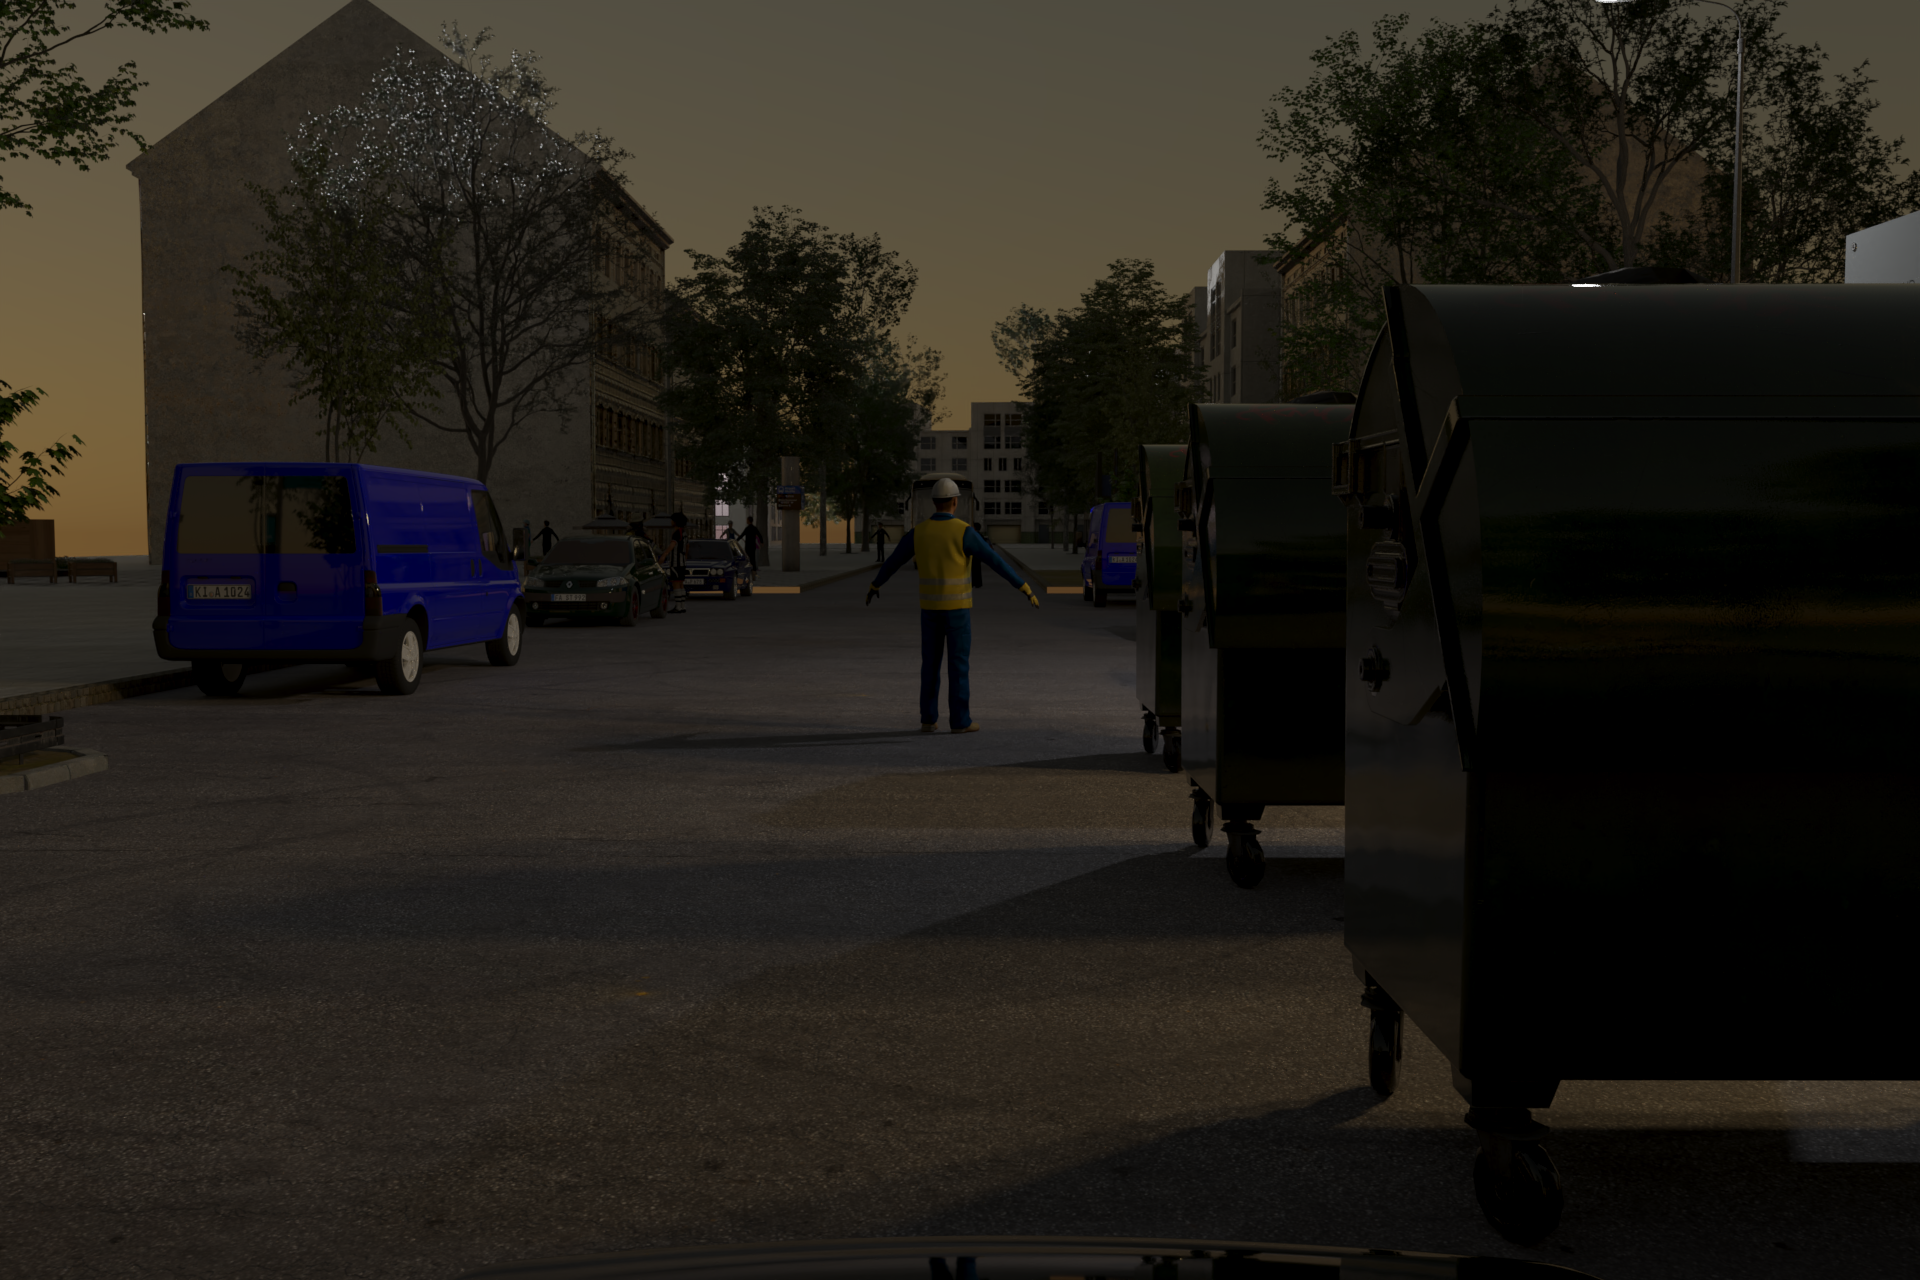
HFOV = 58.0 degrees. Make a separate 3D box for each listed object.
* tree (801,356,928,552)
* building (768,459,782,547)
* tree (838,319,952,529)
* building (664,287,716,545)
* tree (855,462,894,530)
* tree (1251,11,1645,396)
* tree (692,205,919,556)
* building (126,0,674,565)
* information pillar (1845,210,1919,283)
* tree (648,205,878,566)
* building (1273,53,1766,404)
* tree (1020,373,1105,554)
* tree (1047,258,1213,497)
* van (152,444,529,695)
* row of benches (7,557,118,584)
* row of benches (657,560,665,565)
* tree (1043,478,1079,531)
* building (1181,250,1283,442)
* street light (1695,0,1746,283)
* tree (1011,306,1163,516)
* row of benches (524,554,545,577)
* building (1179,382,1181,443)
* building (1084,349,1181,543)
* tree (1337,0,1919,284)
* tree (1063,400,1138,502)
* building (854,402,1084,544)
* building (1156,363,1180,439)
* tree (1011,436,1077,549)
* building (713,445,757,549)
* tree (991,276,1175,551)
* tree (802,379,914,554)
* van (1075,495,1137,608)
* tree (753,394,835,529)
[{"bbox_3d":[-6.897,-13.420,126.068,9.857,13.997,8.962,0,3,0],"label":"tree"},{"bbox_3d":[-23.985,-15.260,191.641,9.099,9.664,28.070,0,3,0],"label":"building"},{"bbox_3d":[-6.750,-17.905,148.628,12.611,20.169,13.585,0,3,0],"label":"tree"},{"bbox_3d":[-27.603,-17.658,119.638,19.493,23.208,18.063,0,4,0],"label":"building"},{"bbox_3d":[-7.520,-11.350,135.935,4.360,8.622,3.978,0,3,0],"label":"tree"},{"bbox_3d":[9.566,-6.624,34.061,9.928,11.665,9.643,0,3,0],"label":"tree"},{"bbox_3d":[-9.254,-15.006,101.233,12.611,20.169,13.585,0,3,0],"label":"tree"},{"bbox_3d":[-24.434,-15.250,80.260,19.493,23.208,18.063,0,3,0],"label":"building"},{"bbox_3d":[7.038,-1.321,12.914,0.184,3.620,1.656,0,4,1],"label":"information pillar"},{"bbox_3d":[-7.950,-9.907,68.627,9.857,13.997,8.962,0,3,0],"label":"tree"},{"bbox_3d":[27.202,-15.752,88.474,19.493,23.208,18.063,0,4,1],"label":"building"},{"bbox_3d":[7.463,-11.238,109.495,9.928,11.665,9.643,0,3,0],"label":"tree"},{"bbox_3d":[6.964,-9.419,72.134,7.486,12.596,7.792,0,3,0],"label":"tree"},{"bbox_3d":[-5.785,-0.775,17.055,2.240,2.365,5.245,0,4,1],"label":"van"},{"bbox_3d":[-23.888,-1.791,44.754,4.104,0.672,1.422,-3,4,-37],"label":"row of benches"},{"bbox_3d":[-9.437,-2.001,48.187,4.104,0.672,1.422,1,4,18],"label":"row of benches"},{"bbox_3d":[8.635,-11.637,140.628,4.737,8.622,4.395,0,3,0],"label":"tree"},{"bbox_3d":[24.983,-15.293,116.506,16.747,18.905,31.486,0,4,1],"label":"building"},{"bbox_3d":[7.156,-2.584,14.796,1.470,5.913,1.316,0,4,0],"label":"street light"},{"bbox_3d":[7.632,-11.620,96.646,9.857,13.997,8.962,0,3,0],"label":"tree"},{"bbox_3d":[-14.200,-2.267,52.524,4.104,0.672,1.422,0,4,-6],"label":"row of benches"},{"bbox_3d":[26.933,-19.240,170.998,16.016,20.090,11.380,0,4,1],"label":"building"},{"bbox_3d":[28.671,-22.204,207.014,27.936,21.610,32.646,0,4,1],"label":"building"},{"bbox_3d":[9.888,-5.496,24.276,8.767,10.594,7.601,0,4,-8],"label":"tree"},{"bbox_3d":[7.401,-8.228,84.893,4.737,8.622,4.395,0,3,0],"label":"tree"},{"bbox_3d":[2.347,-22.618,238.712,31.486,18.905,16.747,0,4,6],"label":"building"},{"bbox_3d":[25.538,-20.231,187.200,16.016,20.090,11.380,0,4,1],"label":"building"},{"bbox_3d":[8.087,-13.092,148.474,8.767,10.594,7.601,1,4,20],"label":"tree"},{"bbox_3d":[-22.827,-13.494,162.776,9.099,9.664,28.070,0,3,0],"label":"building"},{"bbox_3d":[9.051,-16.543,126.362,12.611,20.169,13.585,0,3,0],"label":"tree"},{"bbox_3d":[-7.181,-11.498,113.750,9.928,11.665,9.643,0,3,0],"label":"tree"},{"bbox_3d":[3.559,-1.899,35.430,2.240,2.365,5.245,0,4,0],"label":"van"},{"bbox_3d":[-8.465,-8.140,83.451,4.360,8.622,3.978,0,3,0],"label":"tree"}]
